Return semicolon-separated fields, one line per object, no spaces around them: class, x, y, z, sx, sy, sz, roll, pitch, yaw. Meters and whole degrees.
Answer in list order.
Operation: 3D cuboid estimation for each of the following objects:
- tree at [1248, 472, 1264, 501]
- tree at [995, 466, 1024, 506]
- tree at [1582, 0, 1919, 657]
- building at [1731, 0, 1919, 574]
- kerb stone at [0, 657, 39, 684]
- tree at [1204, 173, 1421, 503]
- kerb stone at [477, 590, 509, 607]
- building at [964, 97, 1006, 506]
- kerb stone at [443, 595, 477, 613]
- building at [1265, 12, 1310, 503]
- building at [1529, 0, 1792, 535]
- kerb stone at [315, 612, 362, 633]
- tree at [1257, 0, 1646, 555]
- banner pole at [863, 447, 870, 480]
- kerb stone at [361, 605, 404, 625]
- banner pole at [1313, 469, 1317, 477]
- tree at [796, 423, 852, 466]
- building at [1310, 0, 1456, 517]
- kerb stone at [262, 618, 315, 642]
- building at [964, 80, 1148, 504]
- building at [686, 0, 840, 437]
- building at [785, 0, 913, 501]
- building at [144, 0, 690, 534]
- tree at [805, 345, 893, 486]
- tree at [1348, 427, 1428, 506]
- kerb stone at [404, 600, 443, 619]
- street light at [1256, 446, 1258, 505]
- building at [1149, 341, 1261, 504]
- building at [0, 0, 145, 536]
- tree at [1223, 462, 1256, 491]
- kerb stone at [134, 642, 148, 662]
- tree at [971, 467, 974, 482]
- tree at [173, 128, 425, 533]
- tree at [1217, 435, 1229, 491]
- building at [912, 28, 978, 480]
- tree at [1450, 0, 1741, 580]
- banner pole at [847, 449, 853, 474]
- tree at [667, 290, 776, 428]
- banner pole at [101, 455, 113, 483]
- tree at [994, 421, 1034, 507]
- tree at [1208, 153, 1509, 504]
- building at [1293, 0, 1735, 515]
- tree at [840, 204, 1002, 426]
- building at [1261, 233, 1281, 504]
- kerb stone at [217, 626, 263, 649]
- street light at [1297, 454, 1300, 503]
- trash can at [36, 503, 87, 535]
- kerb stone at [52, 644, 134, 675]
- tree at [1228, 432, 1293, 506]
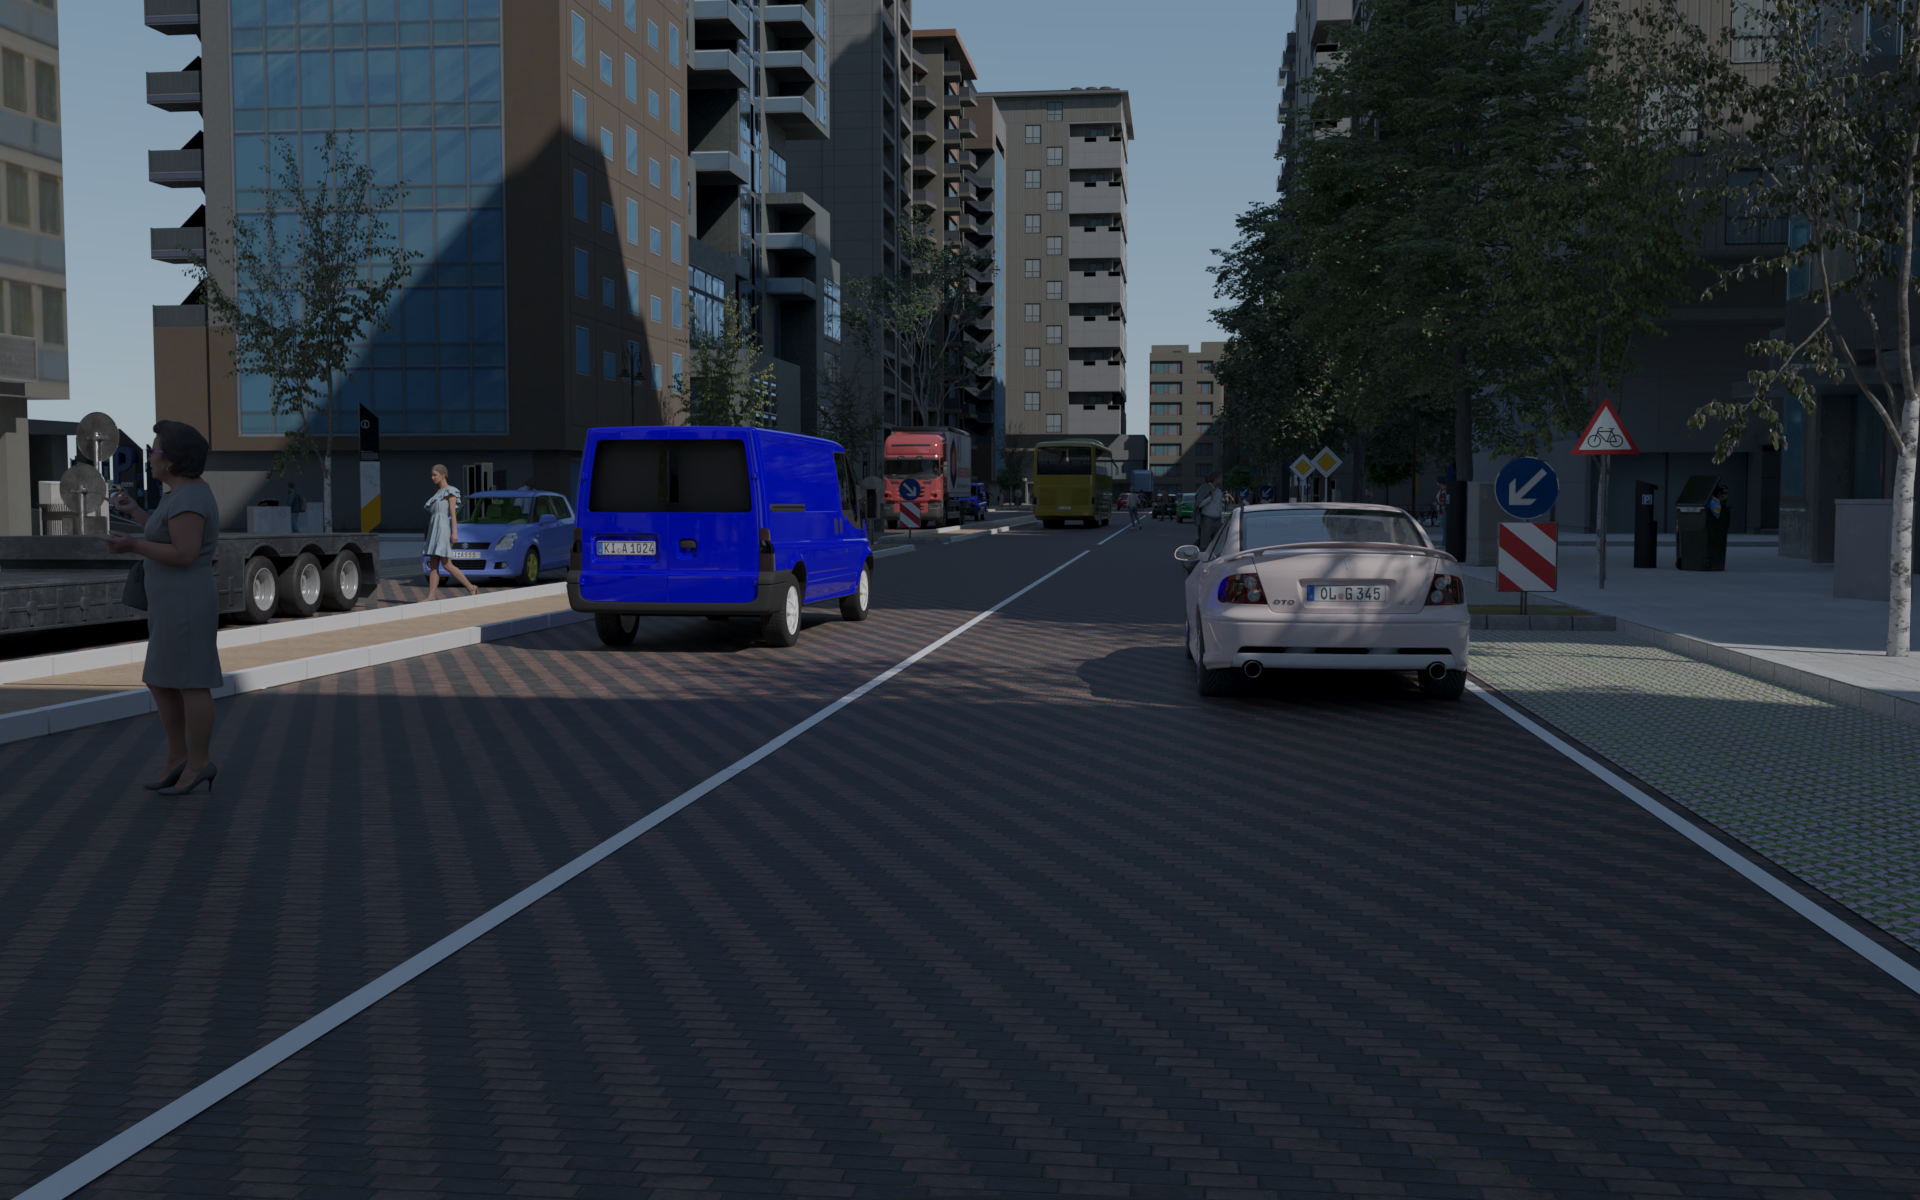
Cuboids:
tree;25.915;-9.479;149.584;1.663;3.219;1.824;0;3;0
tree;5.249;-12.110;181.716;4.285;4.588;4.351;0;3;0
tree;7.366;-3.871;13.658;4.360;8.622;3.978;0;3;0
building;24.652;-24.504;20.242;23.786;49.044;30.456;0;4;7
kerb stone;-7.246;0.557;13.096;0.120;0.150;1.000;0;4;7
tree;14.139;-9.818;67.178;9.857;13.997;8.962;0;3;0
kerb stone;-6.079;-0.001;22.239;0.120;0.150;1.000;0;4;7
building;-2.652;-33.217;193.204;14.200;45.320;14.600;0;4;7
kerb stone;-6.204;0.061;21.218;0.120;0.150;1.000;0;4;7
building;41.609;-33.318;164.357;23.786;49.044;30.456;0;4;7
building;33.704;-29.023;63.757;27.495;52.752;28.713;0;4;7
kerb stone;-6.601;0.251;18.176;0.120;0.150;1.000;0;4;7
tree;9.597;-7.098;34.174;7.486;12.596;7.792;0;3;0
banner pole;-4.916;-6.203;91.430;0.401;3.779;0.863;-3;4;-36
kerb stone;-6.472;0.187;19.191;0.120;0.150;1.000;0;4;7
banner pole;15.238;-5.164;74.445;0.401;3.779;0.863;0;4;1
tree;-6.446;-5.897;80.129;4.285;4.588;4.351;0;3;0
building;31.208;-40.305;97.246;20.563;71.187;20.611;0;4;7
kerb stone;-6.722;0.308;17.161;0.120;0.150;1.000;0;4;7
building;10.603;-38.928;225.713;27.495;52.752;28.713;0;4;7
building;-18.480;-47.623;91.302;22.319;86.520;31.000;0;4;7
building;-12.390;-42.759;137.368;20.563;71.187;20.611;0;4;7
building;-18.498;-25.178;61.773;14.600;45.320;14.200;0;4;7
tree;-5.523;-8.320;86.389;4.360;8.622;3.978;0;3;0
tree;18.784;-5.668;76.391;4.285;4.588;4.351;0;3;0
kerb stone;-6.336;0.122;20.203;0.120;0.150;1.000;0;4;7
street light;21.228;-9.221;123.544;0.468;5.910;1.993;0;4;7
building;39.220;-23.167;223.824;28.899;21.520;27.650;0;4;7
building;-28.538;-20.416;25.681;23.993;40.220;32.217;0;4;7
tree;27.932;-11.520;172.063;4.285;4.588;4.351;0;3;0
kerb stone;-6.987;0.432;15.130;0.120;0.150;1.000;0;4;7
tree;-0.529;-9.094;132.395;4.285;4.588;4.351;0;3;0
tree;-12.821;-5.131;34.262;4.360;8.622;3.978;0;3;0
tree;30.277;-14.707;190.824;4.360;8.622;3.978;0;3;0
building;-10.214;-31.086;162.874;22.147;44.769;28.867;0;4;7
tree;9.607;-4.622;25.938;4.737;8.622;4.395;0;3;0
banner pole;-6.210;-6.503;96.347;0.863;3.779;0.401;0;4;-3
tree;-8.870;-6.920;63.505;4.737;8.622;4.395;0;3;0
banner pole;-45.918;-6.328;93.485;0.401;3.779;0.863;3;5;43
tree;5.245;-13.481;170.779;4.360;8.622;3.978;0;3;0
tree;12.913;-8.515;56.232;9.611;12.733;9.660;0;3;0
building;40.448;-33.359;134.665;28.713;52.752;27.495;0;4;7
tree;-3.239;-15.915;116.107;12.611;20.169;13.585;0;3;0
building;39.788;-25.441;187.657;14.160;30.474;14.107;0;4;7
kerb stone;-6.846;0.370;16.147;0.120;0.150;1.000;0;4;7
street light;16.152;-6.711;82.510;0.468;5.910;1.993;0;4;7
trash can;-13.491;-0.884;26.113;0.748;1.137;0.748;0;3;0
kerb stone;-7.109;0.494;14.111;0.120;0.150;1.000;0;4;7
tree;21.475;-10.317;119.044;4.360;8.622;3.978;0;3;0
